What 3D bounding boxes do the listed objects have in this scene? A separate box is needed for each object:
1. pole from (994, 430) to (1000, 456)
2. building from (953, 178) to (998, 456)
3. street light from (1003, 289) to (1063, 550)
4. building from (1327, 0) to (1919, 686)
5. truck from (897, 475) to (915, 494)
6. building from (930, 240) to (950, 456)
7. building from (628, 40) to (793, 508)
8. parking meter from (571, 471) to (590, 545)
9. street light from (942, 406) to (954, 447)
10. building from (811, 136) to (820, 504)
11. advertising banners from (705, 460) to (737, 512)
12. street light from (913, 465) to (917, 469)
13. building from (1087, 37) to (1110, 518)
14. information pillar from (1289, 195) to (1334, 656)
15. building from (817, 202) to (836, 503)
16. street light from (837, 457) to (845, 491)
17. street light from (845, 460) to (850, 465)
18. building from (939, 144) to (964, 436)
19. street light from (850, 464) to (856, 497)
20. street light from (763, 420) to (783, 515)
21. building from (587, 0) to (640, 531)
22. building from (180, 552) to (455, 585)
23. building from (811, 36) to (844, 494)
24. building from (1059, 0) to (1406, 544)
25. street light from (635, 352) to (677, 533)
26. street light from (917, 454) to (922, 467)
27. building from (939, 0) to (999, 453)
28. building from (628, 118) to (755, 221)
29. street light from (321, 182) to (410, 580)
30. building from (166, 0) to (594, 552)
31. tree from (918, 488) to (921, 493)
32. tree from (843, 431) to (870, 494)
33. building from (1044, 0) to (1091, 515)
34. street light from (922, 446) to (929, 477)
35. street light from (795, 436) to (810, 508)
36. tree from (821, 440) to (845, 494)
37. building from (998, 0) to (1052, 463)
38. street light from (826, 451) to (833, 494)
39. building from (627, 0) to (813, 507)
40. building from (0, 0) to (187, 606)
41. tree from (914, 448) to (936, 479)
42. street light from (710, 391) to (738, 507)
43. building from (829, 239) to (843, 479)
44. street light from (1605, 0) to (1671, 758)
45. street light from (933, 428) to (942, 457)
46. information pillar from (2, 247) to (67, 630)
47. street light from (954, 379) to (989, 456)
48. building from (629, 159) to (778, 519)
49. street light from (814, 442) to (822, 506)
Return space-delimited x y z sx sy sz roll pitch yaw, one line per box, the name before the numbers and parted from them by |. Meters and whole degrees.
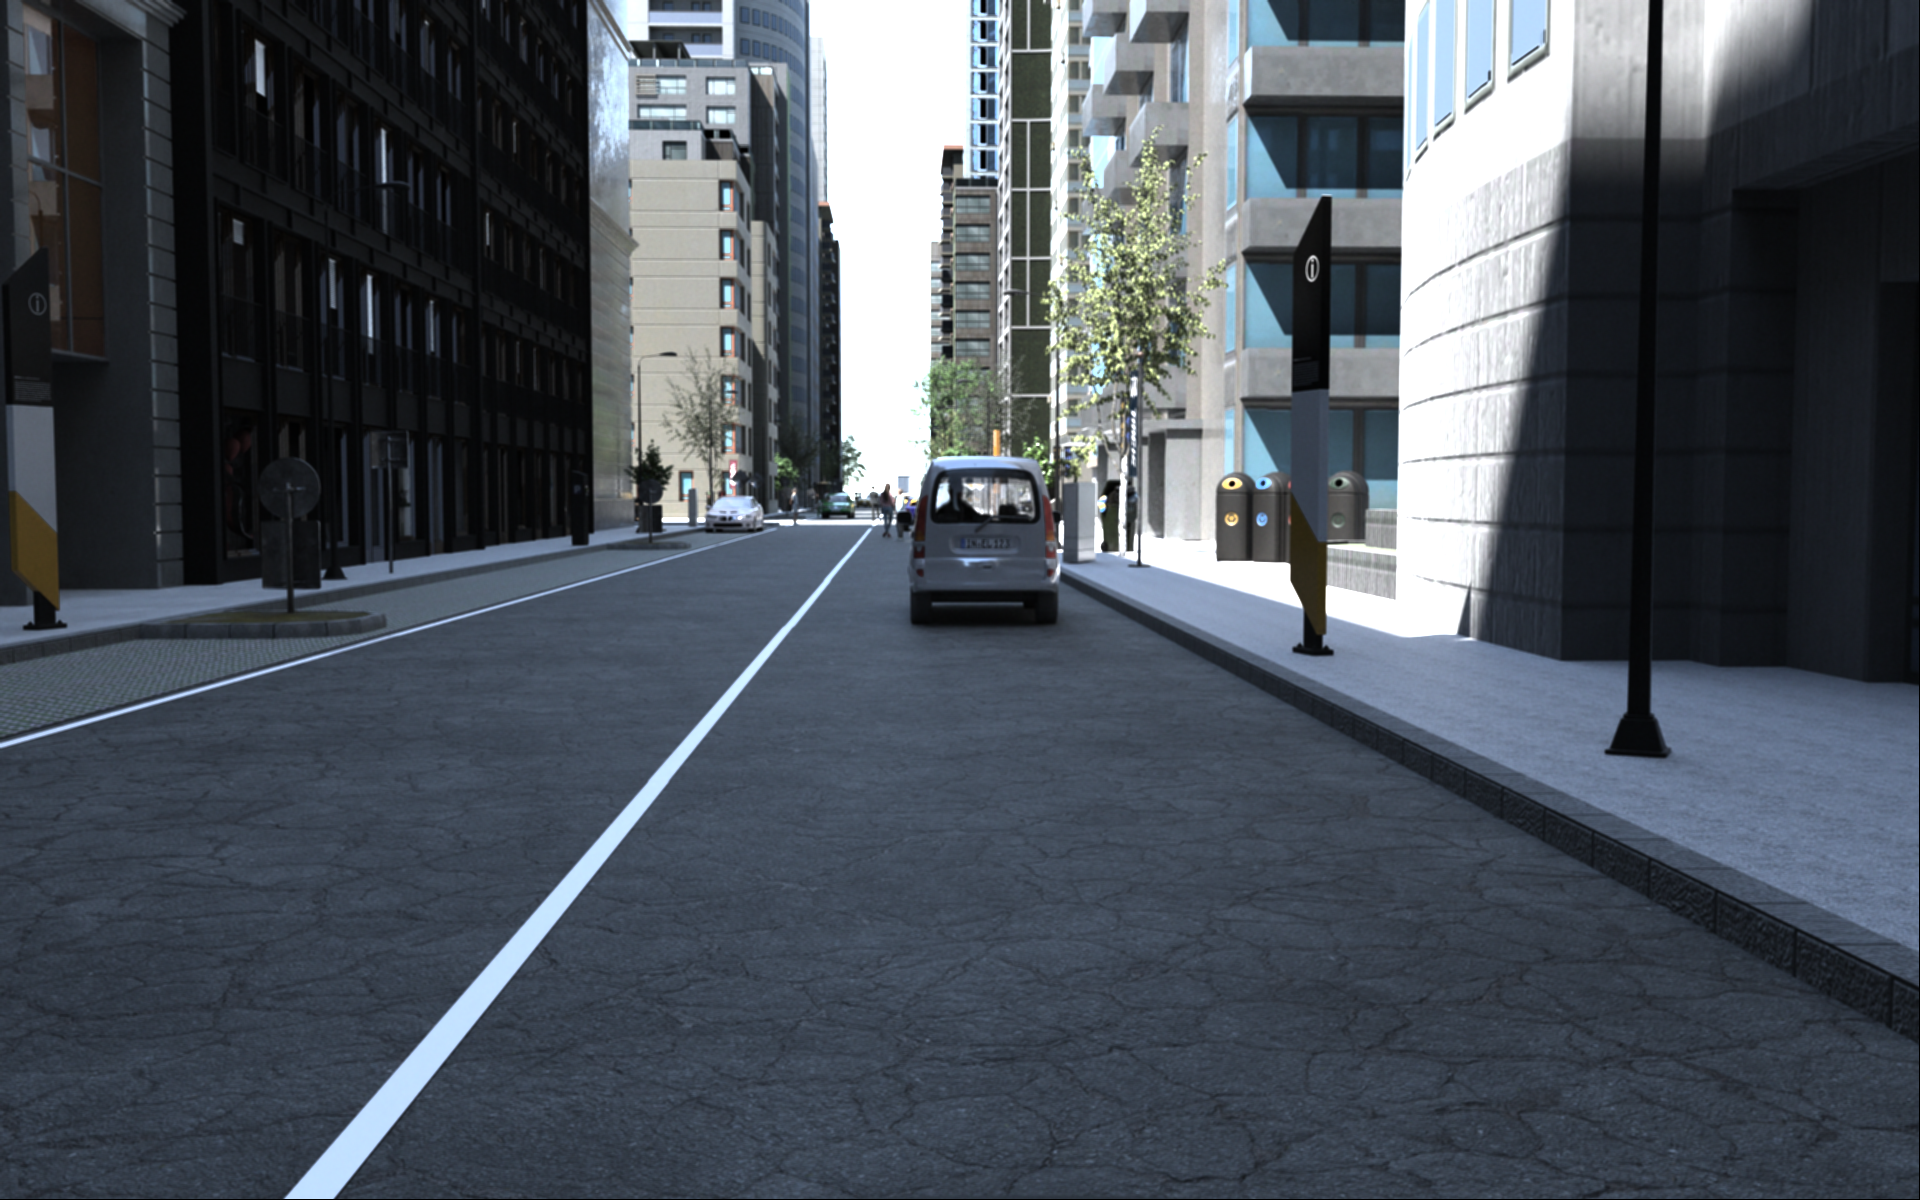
pole | 1.180 -3.761 55.341 0.158 3.312 0.155 0 3 0
building | 6.342 -23.819 161.138 14.160 30.474 14.107 0 4 -2
street light | 1.682 -4.096 39.505 1.470 5.913 1.316 0 4 -2
building | 15.031 -28.862 13.886 21.231 58.520 28.212 0 4 -2
truck | -8.188 -16.678 261.596 2.839 4.237 11.283 0 4 -1
building | 2.102 -36.488 280.170 14.154 41.232 14.086 0 4 -2
building | -22.945 -29.097 159.326 14.154 41.232 14.086 0 4 -2
parking meter | -9.488 -2.299 43.293 0.399 1.863 0.255 1 4 14
street light | -0.050 -7.286 91.664 1.470 5.913 1.316 0 4 -2
building | -24.837 -34.619 216.139 14.600 45.320 14.200 0 4 -2
advertising banners | -12.215 -5.663 88.778 2.074 3.025 0.090 2 4 31
street light | -5.649 -16.977 250.115 1.470 5.913 1.316 0 4 -2
building | 14.137 -26.656 85.935 14.200 45.320 14.600 0 4 -2
information pillar | 2.811 -1.378 13.884 0.183 3.616 0.504 -1 4 -17
building | -29.416 -36.516 251.663 22.147 44.769 28.867 0 4 -2
street light | -15.427 -14.901 216.177 1.470 5.913 1.316 0 4 -2
street light | -16.191 -16.202 237.440 1.470 5.913 1.316 0 4 -2
building | 8.554 -34.216 214.051 22.147 44.769 28.867 0 4 -2
street light | -17.287 -18.069 267.971 1.470 5.913 1.316 0 4 -2
street light | -11.739 -8.307 108.366 1.470 5.913 1.316 0 4 -2
building | -24.858 -16.193 62.013 25.104 27.353 12.463 0 4 -2
building | -16.883 -12.335 31.356 12.332 23.373 15.834 0 4 -2
building | -29.118 -51.239 276.001 20.563 71.187 20.611 0 4 -2
building | 15.724 -26.543 53.590 23.786 49.044 30.456 0 4 -2
street light | -9.958 -5.154 56.809 1.470 5.913 1.316 0 4 -2
street light | -3.885 -13.862 199.180 1.470 5.913 1.316 0 4 -2
building | 9.247 -53.177 182.110 22.319 86.520 31.000 0 4 -2
building | -23.742 -22.343 137.011 14.160 30.474 14.107 0 4 -2
street light | -8.869 -3.263 25.883 1.470 5.913 1.316 0 4 -2
building | -17.802 -13.332 47.656 12.332 23.373 15.834 0 4 -2
tree | -6.144 -17.808 285.760 1.663 3.219 1.824 0 3 0
tree | -20.142 -24.102 312.196 7.486 12.596 7.792 0 3 0
building | 18.526 -25.529 109.278 32.217 40.220 23.993 0 4 -2
street light | -2.716 -11.933 167.643 1.470 5.913 1.316 0 4 -2
street light | -12.686 -10.175 138.902 1.470 5.913 1.316 0 4 -2
tree | -17.199 -17.003 228.357 4.737 8.622 4.395 0 3 0
building | 11.718 -43.014 141.524 20.563 71.187 20.611 0 4 -2
street light | -14.408 -13.031 185.593 1.470 5.913 1.316 0 4 -2
building | -26.596 -39.009 179.794 21.231 58.520 28.212 0 4 -2
building | -15.709 -14.123 8.412 11.434 29.767 29.804 0 4 -2
tree | -4.328 -17.710 239.921 4.360 8.622 3.978 0 3 0
street light | -10.657 -6.440 77.834 1.470 5.913 1.316 0 4 -2
building | -27.152 -39.397 294.242 14.600 45.320 14.200 0 4 -2
street light | 2.823 -2.193 8.400 1.470 5.913 1.316 0 4 -2
street light | -1.219 -9.153 122.192 1.470 5.913 1.316 0 4 -2
information pillar | -8.731 -1.525 16.296 0.183 3.616 0.504 1 4 17
street light | 0.609 -5.975 70.228 1.470 5.913 1.316 0 4 -2
building | -25.853 -15.832 103.893 27.650 21.520 28.899 0 4 -2
street light | -13.257 -11.120 154.347 1.470 5.913 1.316 0 4 -2
